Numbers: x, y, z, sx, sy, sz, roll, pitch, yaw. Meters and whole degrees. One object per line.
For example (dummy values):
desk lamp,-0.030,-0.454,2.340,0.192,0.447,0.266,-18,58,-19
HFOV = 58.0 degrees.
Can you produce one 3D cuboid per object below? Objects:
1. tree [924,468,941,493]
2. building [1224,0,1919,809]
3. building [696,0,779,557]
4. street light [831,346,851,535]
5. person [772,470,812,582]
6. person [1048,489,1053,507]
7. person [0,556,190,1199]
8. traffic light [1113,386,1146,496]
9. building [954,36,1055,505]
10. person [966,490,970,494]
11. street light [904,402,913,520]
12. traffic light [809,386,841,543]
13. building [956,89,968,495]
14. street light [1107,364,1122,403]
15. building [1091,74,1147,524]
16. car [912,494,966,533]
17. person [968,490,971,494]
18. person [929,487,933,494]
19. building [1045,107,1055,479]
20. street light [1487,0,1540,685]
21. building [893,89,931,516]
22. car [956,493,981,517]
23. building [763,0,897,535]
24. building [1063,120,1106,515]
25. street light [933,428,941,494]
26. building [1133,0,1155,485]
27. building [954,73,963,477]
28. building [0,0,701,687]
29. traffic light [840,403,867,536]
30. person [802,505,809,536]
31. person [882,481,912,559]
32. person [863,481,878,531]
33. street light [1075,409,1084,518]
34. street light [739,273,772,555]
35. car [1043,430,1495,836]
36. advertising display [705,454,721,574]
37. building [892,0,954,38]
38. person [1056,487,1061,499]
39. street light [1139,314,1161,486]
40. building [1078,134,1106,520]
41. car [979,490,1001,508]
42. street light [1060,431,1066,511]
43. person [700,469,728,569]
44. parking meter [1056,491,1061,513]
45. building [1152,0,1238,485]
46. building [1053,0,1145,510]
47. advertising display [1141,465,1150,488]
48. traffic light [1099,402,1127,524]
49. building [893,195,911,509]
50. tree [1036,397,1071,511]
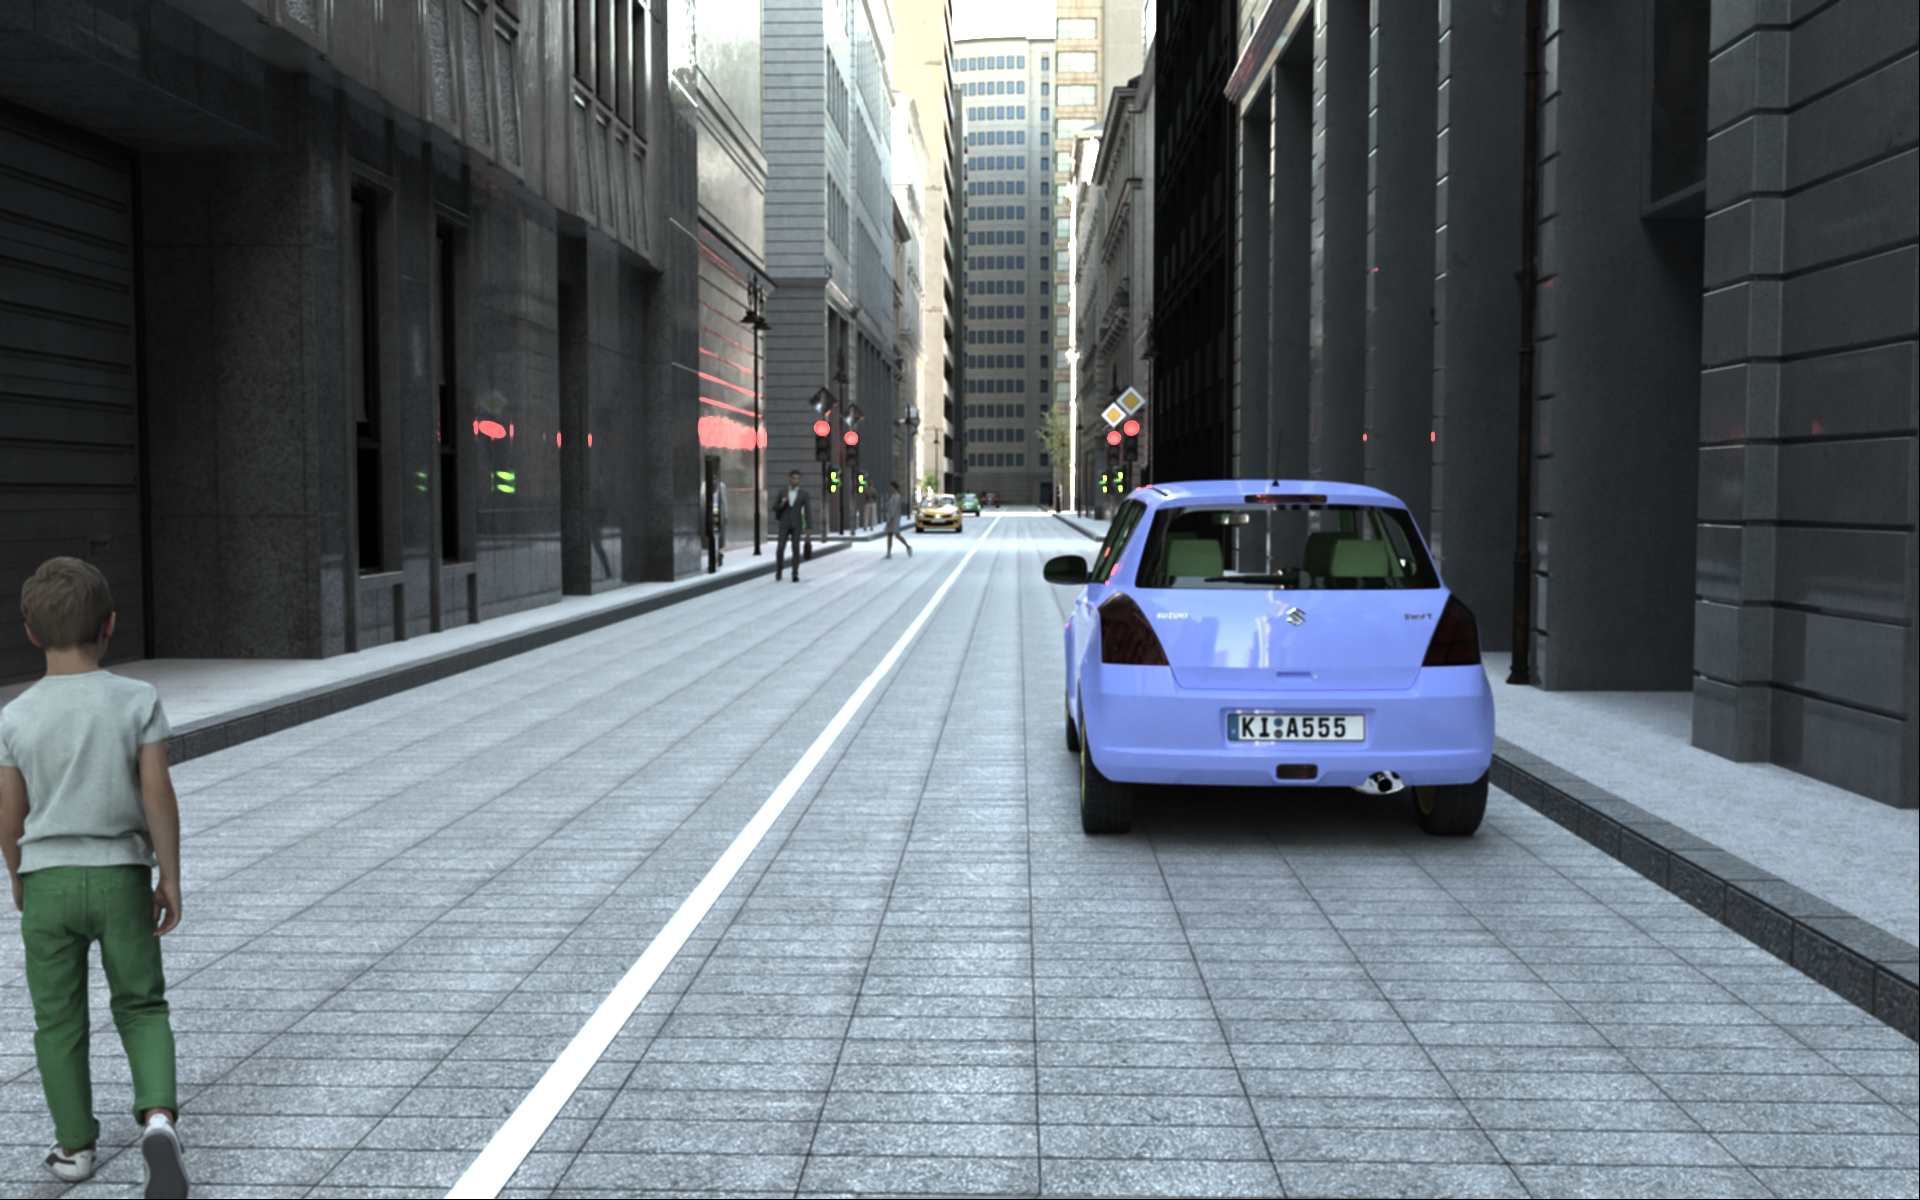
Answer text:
tree,-2.232,-8.151,127.872,1.663,3.219,1.824,0,3,0
building,9.435,-14.414,13.157,11.434,29.767,29.804,0,4,2
building,-19.443,-12.481,37.349,30.059,22.955,16.112,0,4,2
street light,-3.720,-4.981,54.220,0.468,5.910,1.993,0,4,2
person,-2.759,-1.223,28.459,0.622,1.834,0.822,-1,4,-14
person,8.992,-10.116,171.402,0.705,1.831,1.348,2,4,24
person,-1.755,0.565,3.515,0.306,1.304,0.590,-3,5,-42
traffic light,4.412,-3.431,45.021,0.839,4.253,0.868,0,4,2
building,6.665,-41.574,221.731,28.212,58.520,21.231,0,4,2
person,0.799,-10.930,185.672,0.541,1.710,0.530,0,4,2
street light,-2.585,-6.994,87.136,0.468,5.910,1.993,0,4,2
traffic light,-3.545,-3.446,45.266,0.839,4.253,0.868,0,4,2
building,-10.084,-34.834,193.244,21.600,48.544,21.300,0,4,2
street light,5.475,-5.422,61.436,0.468,5.910,1.993,0,4,2
building,11.265,-12.786,73.686,10.561,19.102,19.286,0,4,2
car,-0.775,-3.347,64.940,2.015,1.641,3.980,0,4,1
person,1.017,-11.467,194.459,0.436,1.711,0.756,0,4,6
person,-2.060,-7.148,123.008,0.391,1.810,0.635,0,4,-7
building,21.271,-34.710,187.124,23.786,49.044,30.456,0,4,2
street light,3.790,-2.371,11.549,0.468,5.910,1.993,0,4,2
building,-9.016,-19.944,111.995,13.634,28.700,20.117,0,4,2
car,0.406,-6.315,112.047,1.959,1.807,4.718,0,4,2
building,-9.050,-17.754,67.777,11.434,29.767,29.804,0,4,2
building,13.306,-19.398,114.425,12.463,27.353,25.104,0,4,2
street light,-1.616,-9.019,120.249,0.468,5.910,1.993,0,4,2
building,15.651,-13.946,56.902,19.941,23.489,11.050,0,4,2
building,-11.883,-33.398,165.670,23.786,49.044,30.456,0,4,2
building,-10.428,-12.168,16.968,12.078,24.808,19.932,0,4,2
traffic light,-3.283,-3.934,53.246,0.839,4.253,0.868,0,4,2
person,-4.784,-2.609,52.943,0.306,1.304,0.590,3,4,39
person,-1.422,-1.791,38.532,0.760,1.731,0.466,-3,5,-40
person,-3.138,-3.317,60.829,0.519,1.759,0.362,0,4,1
street light,6.519,-7.445,94.513,0.468,5.910,1.993,0,4,2
street light,-4.275,-3.888,36.355,0.468,5.910,1.993,0,4,2
car,1.388,0.061,8.589,1.945,1.707,3.694,0,4,2
advertising display,-4.031,-1.411,28.286,0.123,1.923,0.974,0,4,-1
building,-11.532,-31.549,139.533,21.300,48.544,21.600,0,4,2
person,7.425,-7.642,130.985,0.705,1.824,1.348,0,4,-6
street light,4.884,-4.395,44.642,0.468,5.910,1.993,0,4,2
building,11.553,-14.916,93.019,9.793,20.994,18.267,0,4,2
car,3.072,-10.496,180.288,2.281,1.827,5.304,0,4,0
street light,7.565,-9.477,127.743,0.468,5.910,1.993,0,4,2
person,-4.225,-1.438,29.785,0.478,1.798,0.641,2,4,25
parking meter,6.764,-6.759,118.922,0.372,1.533,0.369,0,3,0
building,10.853,-12.625,36.094,12.332,23.373,15.834,0,4,2
building,14.638,-27.955,140.656,14.154,41.232,14.086,0,4,2
advertising display,4.188,-2.079,39.211,0.123,1.923,0.974,1,4,10
traffic light,4.674,-3.919,53.002,0.839,4.253,0.868,0,4,2
building,-8.454,-13.943,92.595,10.561,19.102,19.286,0,4,2
tree,7.923,-11.095,131.761,4.737,8.622,4.395,0,3,0
